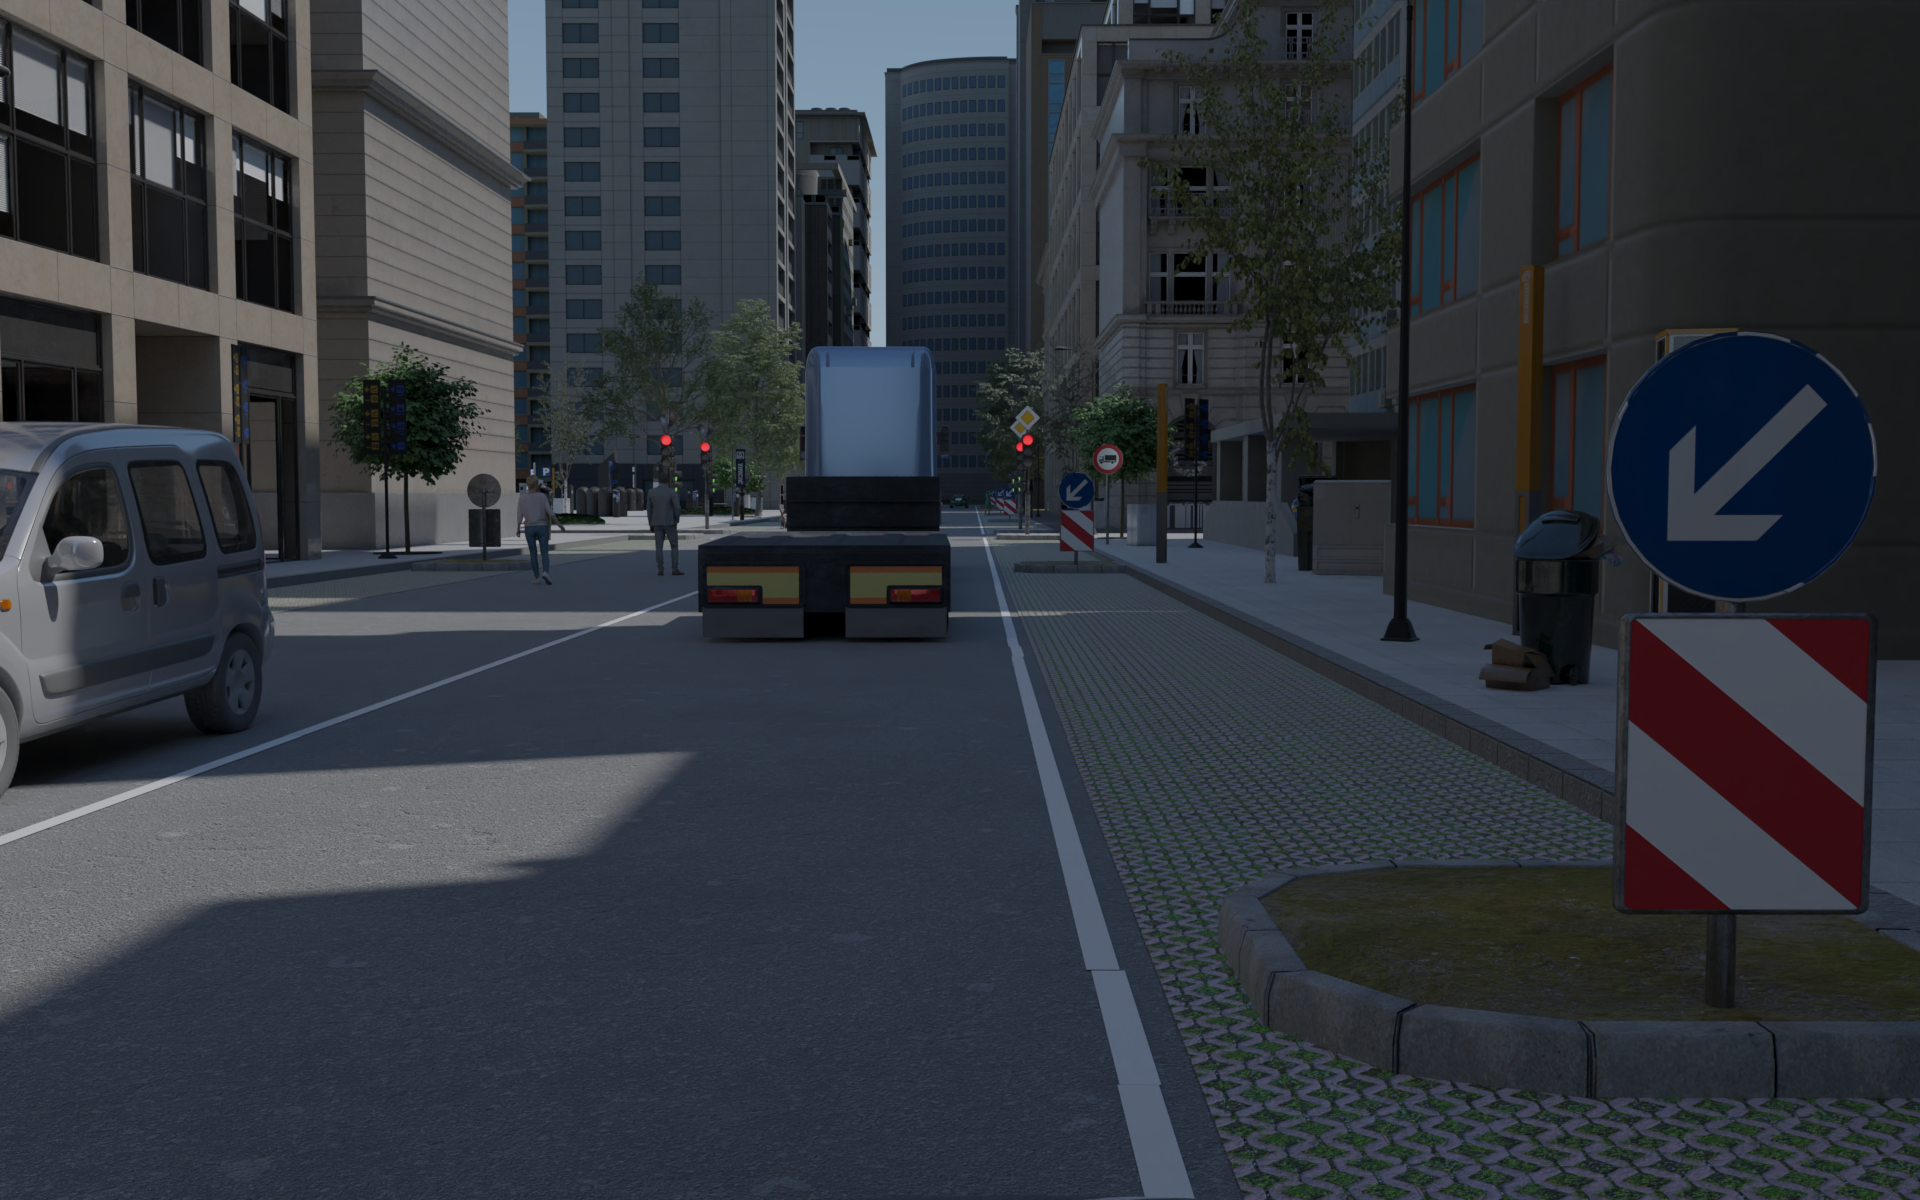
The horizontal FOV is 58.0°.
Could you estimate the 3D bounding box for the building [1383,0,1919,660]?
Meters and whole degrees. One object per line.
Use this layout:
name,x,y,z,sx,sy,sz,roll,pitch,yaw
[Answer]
building,19.174,-9.915,7.148,27.650,21.520,28.899,0,4,0

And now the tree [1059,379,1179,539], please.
tree,4.581,-4.042,49.794,4.285,4.588,4.351,0,3,0

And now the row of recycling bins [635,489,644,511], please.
row of recycling bins,-25.028,-7.489,129.556,1.069,1.692,3.534,2,4,35

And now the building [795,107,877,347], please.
building,-23.551,-39.575,236.292,27.495,52.752,28.713,0,4,0

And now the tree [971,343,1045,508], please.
tree,5.549,-14.562,144.742,9.857,13.997,8.962,0,3,0

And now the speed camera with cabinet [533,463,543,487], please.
speed camera with cabinet,-26.195,-6.962,108.169,0.660,3.252,2.038,-2,4,-29

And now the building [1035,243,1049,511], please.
building,11.671,-17.793,127.079,11.583,22.565,21.152,0,4,0

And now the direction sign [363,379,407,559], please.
direction sign,-11.378,-2.589,34.332,0.876,3.537,0.379,0,4,7

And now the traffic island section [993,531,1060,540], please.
traffic island section,2.160,-2.000,54.982,2.009,0.180,2.903,0,4,0

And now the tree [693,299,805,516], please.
tree,-12.089,-11.208,101.377,7.486,12.596,7.792,0,3,0

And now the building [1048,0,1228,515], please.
building,15.432,-17.986,98.580,19.350,26.468,34.151,0,4,0

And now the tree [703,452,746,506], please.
tree,-17.659,-8.945,129.964,4.285,4.588,4.351,0,3,0

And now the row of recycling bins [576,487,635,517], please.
row of recycling bins,-20.216,-5.535,97.614,3.534,1.692,1.069,2,4,29

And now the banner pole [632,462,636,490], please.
banner pole,-25.132,-8.789,133.710,0.401,3.779,0.863,1,4,13

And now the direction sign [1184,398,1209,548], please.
direction sign,5.614,-3.008,41.184,0.876,3.537,0.379,-3,5,-44

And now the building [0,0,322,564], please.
building,-22.272,-12.957,16.362,19.350,26.468,34.151,0,4,0

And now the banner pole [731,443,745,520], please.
banner pole,-10.856,-5.774,84.420,0.863,3.779,0.401,-1,4,-11

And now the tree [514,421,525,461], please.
tree,-36.112,-11.256,134.395,4.737,8.622,4.395,0,3,0

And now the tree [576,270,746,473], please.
tree,-12.643,-8.478,73.029,7.601,10.594,8.767,-1,4,-15

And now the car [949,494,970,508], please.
car,-0.077,-10.027,175.736,2.131,1.459,4.920,0,4,2

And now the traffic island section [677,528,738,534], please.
traffic island section,-9.224,-2.494,63.052,2.009,0.180,2.903,0,4,0

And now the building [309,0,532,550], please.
building,-24.512,-15.792,45.587,23.554,28.519,14.401,0,4,0

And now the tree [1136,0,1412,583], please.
tree,4.706,-4.544,24.665,4.737,8.622,4.395,0,3,0

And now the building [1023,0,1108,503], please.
building,16.929,-44.951,173.202,20.563,71.187,20.611,0,4,0

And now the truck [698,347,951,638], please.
truck,-1.503,-2.208,25.859,2.967,4.110,18.799,0,4,-1

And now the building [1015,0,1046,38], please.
building,16.885,-40.123,198.017,21.231,58.520,28.212,0,4,0

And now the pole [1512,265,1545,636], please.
pole,5.122,-1.331,15.599,0.158,3.312,0.155,0,3,0

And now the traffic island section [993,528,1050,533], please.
traffic island section,2.217,-2.488,62.967,2.009,0.180,2.903,0,4,0

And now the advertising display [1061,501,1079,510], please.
advertising display,4.857,-4.309,75.662,0.974,1.923,0.123,2,4,34

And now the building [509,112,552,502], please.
building,-50.480,-33.452,201.564,28.867,44.769,22.147,0,4,0

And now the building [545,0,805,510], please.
building,-22.496,-43.359,147.178,20.563,71.187,20.611,0,4,0

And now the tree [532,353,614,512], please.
tree,-20.546,-8.589,90.800,4.360,8.622,3.978,0,3,0

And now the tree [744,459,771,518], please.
tree,-11.355,-6.098,94.298,1.663,3.219,1.824,0,3,0

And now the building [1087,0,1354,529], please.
building,17.528,-13.889,68.889,24.055,21.916,13.314,0,4,0

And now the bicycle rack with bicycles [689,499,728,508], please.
bicycle rack with bicycles,-17.884,-6.682,122.638,2.925,0.926,2.852,-3,4,-37

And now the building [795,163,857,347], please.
building,-24.084,-30.882,196.803,23.993,40.220,32.217,0,4,0

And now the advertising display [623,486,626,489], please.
advertising display,-26.759,-8.139,138.283,0.123,1.923,0.974,-1,4,-19

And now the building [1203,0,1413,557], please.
building,22.959,-21.349,40.932,32.217,40.220,23.993,0,4,0

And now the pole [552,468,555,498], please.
pole,-31.615,-8.618,134.744,0.158,3.312,0.155,0,3,0

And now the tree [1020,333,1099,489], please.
tree,4.856,-7.832,78.407,4.360,8.622,3.978,0,3,0

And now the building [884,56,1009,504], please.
building,4.270,-42.175,231.563,28.212,58.520,21.231,0,4,0

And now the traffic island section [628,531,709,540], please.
traffic island section,-9.281,-2.005,55.068,2.009,0.180,2.903,0,4,0

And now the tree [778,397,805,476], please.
tree,-11.522,-10.781,126.630,4.737,8.622,4.395,0,3,0

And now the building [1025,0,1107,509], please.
building,13.055,-30.970,156.471,14.600,45.320,14.200,0,4,0

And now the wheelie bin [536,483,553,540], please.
wheelie bin,-11.660,-2.462,48.156,0.693,1.594,0.980,-1,4,-18

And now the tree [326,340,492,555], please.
tree,-11.780,-3.265,37.095,4.285,4.588,4.351,0,3,0

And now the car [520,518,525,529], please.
car,-17.255,-2.892,59.654,4.827,1.381,2.083,0,4,1

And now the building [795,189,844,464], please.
building,-18.599,-24.124,166.134,14.160,30.474,14.107,0,4,0

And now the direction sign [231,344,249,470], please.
direction sign,-11.030,-2.116,26.599,0.379,3.537,0.876,-1,4,-9

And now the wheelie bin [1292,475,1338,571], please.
wheelie bin,6.014,-1.291,29.018,0.980,1.594,0.693,1,4,21

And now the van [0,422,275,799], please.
van,-5.172,-0.126,9.074,2.013,2.044,4.112,0,4,2
